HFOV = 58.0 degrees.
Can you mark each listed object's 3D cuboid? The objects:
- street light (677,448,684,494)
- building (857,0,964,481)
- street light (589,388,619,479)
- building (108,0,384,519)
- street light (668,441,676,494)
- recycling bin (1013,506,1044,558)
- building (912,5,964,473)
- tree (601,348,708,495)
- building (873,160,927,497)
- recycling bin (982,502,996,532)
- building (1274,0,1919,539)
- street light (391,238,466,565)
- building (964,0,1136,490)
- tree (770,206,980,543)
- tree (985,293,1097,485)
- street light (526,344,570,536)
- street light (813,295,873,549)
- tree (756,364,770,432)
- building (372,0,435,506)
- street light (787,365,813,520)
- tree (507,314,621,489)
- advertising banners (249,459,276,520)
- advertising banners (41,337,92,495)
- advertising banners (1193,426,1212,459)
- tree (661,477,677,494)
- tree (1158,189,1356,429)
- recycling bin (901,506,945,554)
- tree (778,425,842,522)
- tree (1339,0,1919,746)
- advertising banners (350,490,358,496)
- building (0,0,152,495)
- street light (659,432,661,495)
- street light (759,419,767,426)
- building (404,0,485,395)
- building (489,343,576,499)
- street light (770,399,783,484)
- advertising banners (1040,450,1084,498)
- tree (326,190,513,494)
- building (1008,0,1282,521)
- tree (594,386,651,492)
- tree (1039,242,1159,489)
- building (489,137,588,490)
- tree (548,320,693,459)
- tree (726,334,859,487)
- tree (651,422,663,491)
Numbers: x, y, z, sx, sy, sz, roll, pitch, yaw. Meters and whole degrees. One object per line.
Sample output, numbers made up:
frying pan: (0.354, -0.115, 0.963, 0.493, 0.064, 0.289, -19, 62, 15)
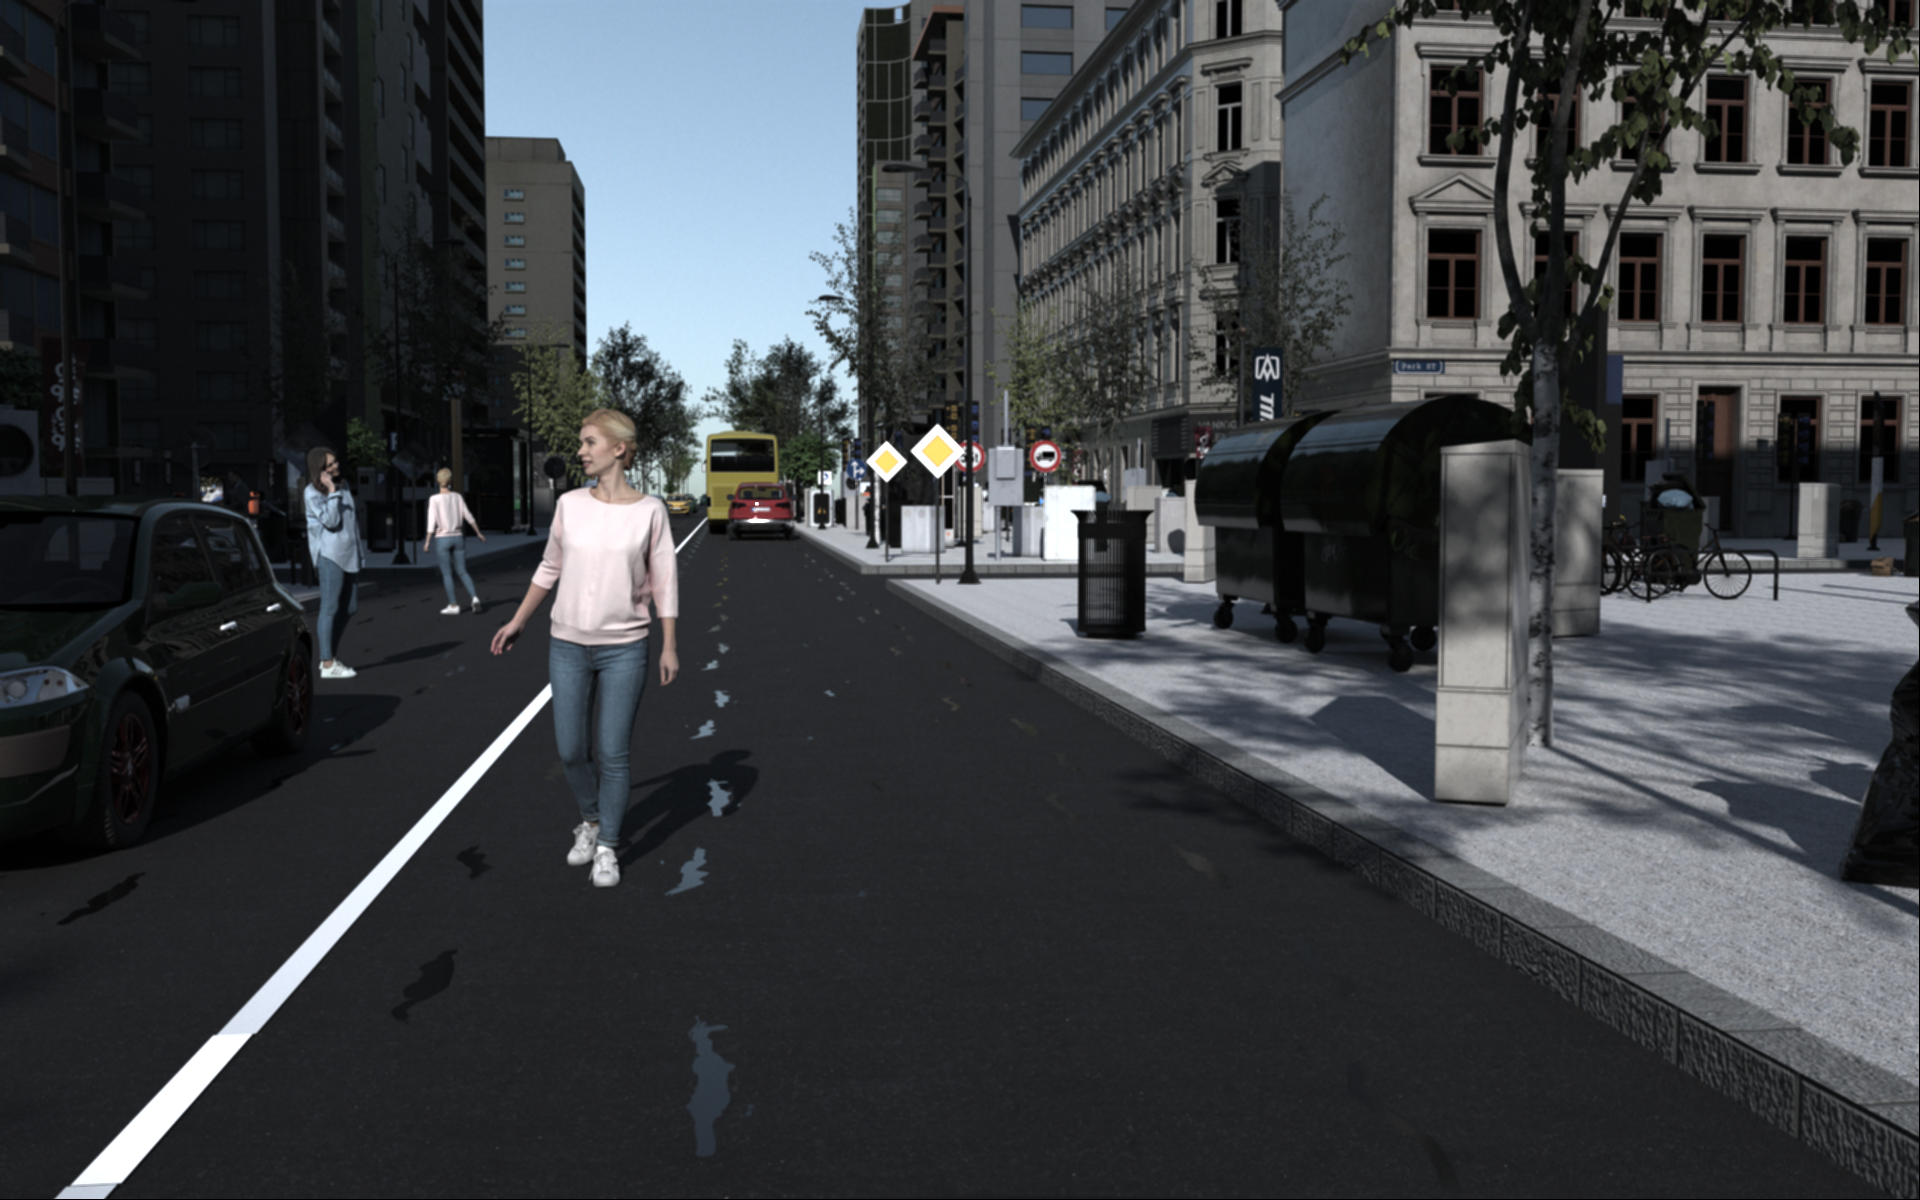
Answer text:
street light: (-28.749, -12.311, 173.820, 1.470, 5.913, 1.316, 0, 4, -8)
building: (-6.395, -50.019, 256.064, 20.563, 71.187, 20.611, 0, 4, -8)
street light: (-15.686, -6.337, 76.152, 1.470, 5.913, 1.316, 0, 4, -8)
building: (-39.919, -25.050, 93.161, 14.154, 41.232, 14.086, 0, 4, -8)
street light: (-25.819, -10.965, 151.811, 1.470, 5.913, 1.316, 0, 4, -8)
recycling bin: (1.555, -1.399, 35.429, 0.722, 1.027, 0.722, -2, 4, -33)
building: (7.320, -30.734, 157.122, 22.147, 44.769, 28.867, 0, 4, -8)
tree: (-26.147, -14.267, 143.638, 12.009, 13.543, 11.850, 0, 3, 0)
building: (-3.955, -32.533, 215.506, 14.154, 41.232, 14.086, 0, 4, -8)
recycling bin: (0.932, -2.803, 58.377, 0.722, 1.027, 0.722, 2, 4, 24)
building: (21.069, -13.325, 54.018, 21.152, 22.565, 11.583, 0, 4, -8)
street light: (-9.671, -3.609, 31.540, 1.470, 5.913, 1.316, 0, 4, -8)
building: (10.803, -35.867, 128.427, 21.231, 58.520, 28.212, 0, 4, -8)
tree: (-1.941, -5.786, 44.958, 4.360, 8.622, 3.978, 0, 3, 0)
tree: (2.803, -6.895, 63.104, 4.737, 8.622, 4.395, 0, 3, 0)
street light: (-12.725, -4.954, 53.533, 1.470, 5.913, 1.316, 0, 4, -8)
street light: (-2.604, -4.166, 40.647, 1.470, 5.913, 1.316, 0, 4, -8)
tree: (-8.572, -8.544, 90.057, 4.360, 8.622, 3.978, 0, 3, 0)
building: (-50.701, -32.144, 114.798, 28.713, 52.752, 27.495, 0, 4, -8)
street light: (-5.544, -5.512, 62.655, 1.470, 5.913, 1.316, 0, 4, -8)
tree: (-16.584, -7.366, 70.802, 4.737, 8.622, 4.395, 0, 3, 0)
advertising banners: (-34.746, -5.488, 85.910, 2.074, 3.025, 0.090, 1, 4, 17)
advertising banners: (-10.582, -1.394, 18.984, 2.074, 3.025, 0.090, -3, 5, -43)
advertising banners: (6.911, -2.937, 44.213, 2.074, 3.025, 0.090, 2, 4, 30)
tree: (-30.443, -11.493, 182.504, 1.663, 3.219, 1.824, 0, 3, 0)
tree: (7.468, -5.550, 41.101, 4.360, 8.622, 3.978, 0, 3, 0)
recycling bin: (-0.796, -1.521, 37.418, 0.722, 1.027, 0.722, 2, 4, 30)
tree: (-6.974, -5.970, 81.315, 4.285, 4.588, 4.351, 0, 3, 0)
tree: (3.199, -3.564, 8.632, 4.737, 8.622, 4.395, 0, 3, 0)
advertising banners: (-22.170, -4.093, 63.112, 2.074, 3.025, 0.090, -2, 4, -29)
building: (-41.077, -24.595, 56.748, 22.147, 44.769, 28.867, 0, 4, -8)
street light: (-22.809, -9.583, 129.224, 1.470, 5.913, 1.316, 0, 4, -8)
street light: (-11.512, -8.221, 106.952, 1.470, 5.913, 1.316, 0, 4, -8)
building: (-50.558, -31.557, 139.664, 21.300, 48.544, 21.600, 0, 4, -8)
building: (-62.795, -22.532, 213.445, 27.650, 21.520, 28.899, 0, 4, -8)
street light: (-8.549, -6.862, 84.736, 1.470, 5.913, 1.316, 0, 4, -8)
advertising banners: (3.930, -4.395, 68.052, 2.074, 3.025, 0.090, -1, 4, -21)
tree: (-12.749, -5.610, 42.089, 4.360, 8.622, 3.978, 0, 3, 0)
building: (14.382, -19.063, 88.097, 17.030, 29.872, 44.131, 0, 4, -8)
tree: (-21.976, -9.789, 110.420, 4.360, 8.622, 3.978, 0, 3, 0)
tree: (4.266, -6.177, 51.350, 4.360, 8.622, 3.978, 0, 3, 0)
building: (-63.047, -37.573, 238.012, 21.300, 48.544, 21.600, 0, 4, -8)
tree: (-18.676, -9.689, 92.820, 7.601, 10.594, 8.767, 2, 4, 25)
tree: (-9.160, -10.186, 100.949, 7.601, 10.594, 8.767, 2, 4, 31)
tree: (-22.646, -10.492, 121.900, 4.360, 8.622, 3.978, 0, 3, 0)
